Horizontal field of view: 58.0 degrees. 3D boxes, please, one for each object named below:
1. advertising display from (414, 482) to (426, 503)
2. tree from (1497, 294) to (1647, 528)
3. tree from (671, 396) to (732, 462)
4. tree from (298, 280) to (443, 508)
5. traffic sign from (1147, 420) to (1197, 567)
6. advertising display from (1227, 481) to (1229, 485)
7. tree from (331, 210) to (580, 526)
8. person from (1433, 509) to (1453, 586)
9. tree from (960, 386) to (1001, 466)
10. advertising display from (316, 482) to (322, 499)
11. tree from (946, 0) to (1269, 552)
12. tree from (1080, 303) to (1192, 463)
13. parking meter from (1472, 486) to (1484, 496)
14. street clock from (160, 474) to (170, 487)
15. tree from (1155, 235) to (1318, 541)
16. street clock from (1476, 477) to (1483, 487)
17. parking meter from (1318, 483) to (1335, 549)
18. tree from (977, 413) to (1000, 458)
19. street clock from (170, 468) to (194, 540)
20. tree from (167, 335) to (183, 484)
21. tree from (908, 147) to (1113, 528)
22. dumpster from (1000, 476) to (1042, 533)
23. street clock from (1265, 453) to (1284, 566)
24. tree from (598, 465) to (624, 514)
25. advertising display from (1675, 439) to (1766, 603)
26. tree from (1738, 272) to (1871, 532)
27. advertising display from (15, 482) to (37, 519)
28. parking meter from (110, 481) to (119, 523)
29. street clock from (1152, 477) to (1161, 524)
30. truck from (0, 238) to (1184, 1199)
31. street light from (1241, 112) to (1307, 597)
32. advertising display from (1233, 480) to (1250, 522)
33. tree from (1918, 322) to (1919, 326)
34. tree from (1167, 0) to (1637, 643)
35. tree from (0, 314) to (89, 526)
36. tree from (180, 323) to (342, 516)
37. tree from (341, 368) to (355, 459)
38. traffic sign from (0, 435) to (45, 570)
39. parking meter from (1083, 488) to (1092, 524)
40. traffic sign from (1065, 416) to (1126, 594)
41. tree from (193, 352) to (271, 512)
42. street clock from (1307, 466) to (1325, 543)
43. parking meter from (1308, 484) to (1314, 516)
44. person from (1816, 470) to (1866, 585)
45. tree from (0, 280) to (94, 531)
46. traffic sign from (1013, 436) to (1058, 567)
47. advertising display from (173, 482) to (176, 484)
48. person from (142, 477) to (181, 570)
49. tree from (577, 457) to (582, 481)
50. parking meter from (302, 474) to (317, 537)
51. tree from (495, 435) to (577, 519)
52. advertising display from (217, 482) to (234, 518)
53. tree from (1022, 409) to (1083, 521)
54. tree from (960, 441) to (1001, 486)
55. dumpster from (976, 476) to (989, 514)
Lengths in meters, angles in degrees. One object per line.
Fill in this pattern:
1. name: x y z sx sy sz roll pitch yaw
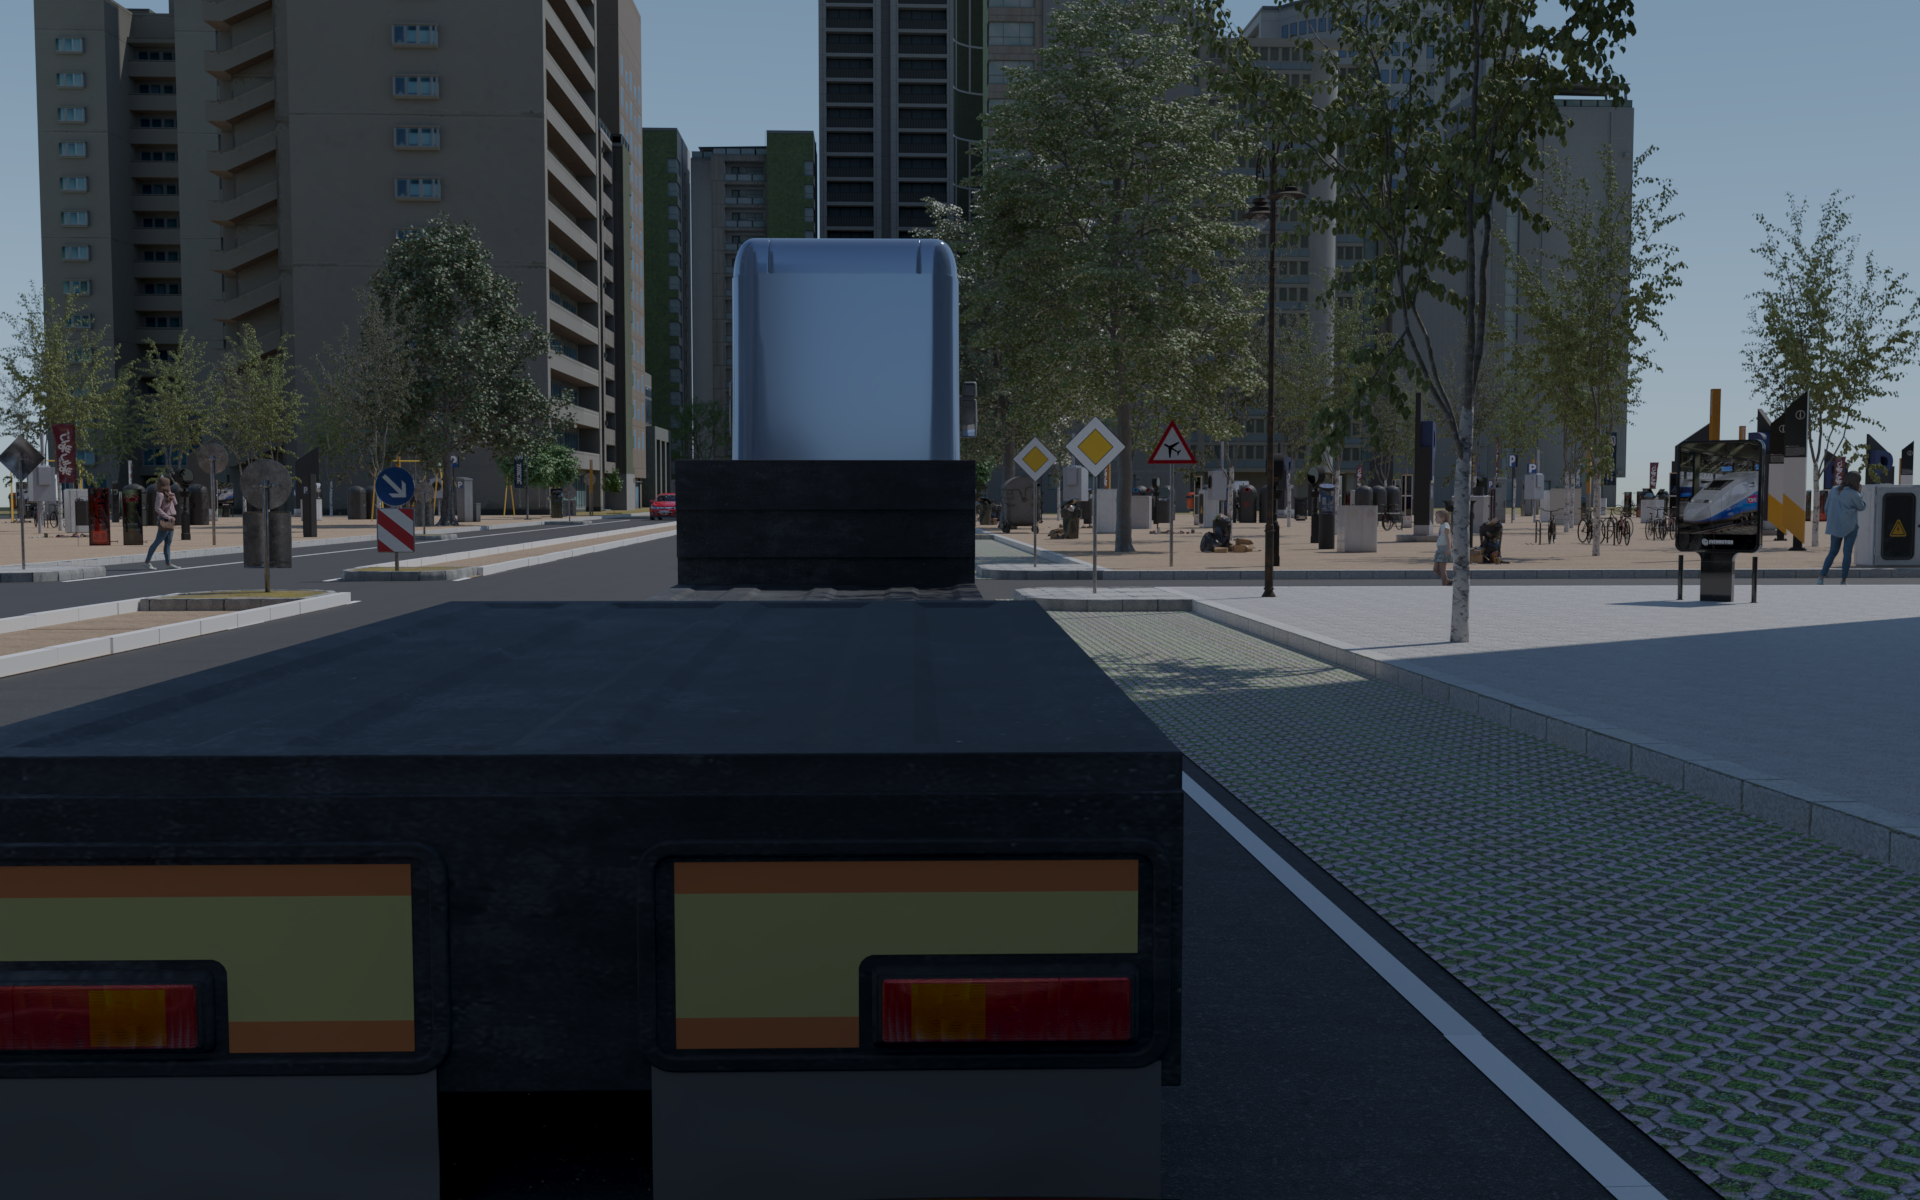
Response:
1. advertising display: -28.647 -5.303 91.923 0.974 1.923 0.123 3 5 41
2. tree: 23.132 -6.990 64.647 4.360 8.622 3.978 0 3 0
3. tree: -27.053 -15.660 181.793 9.928 11.665 9.643 0 3 0
4. tree: -20.162 -6.676 59.514 4.360 8.622 3.978 0 3 0
5. traffic sign: 3.732 -1.868 30.540 0.884 2.594 0.081 0 4 0
6. advertising display: 13.826 -5.073 88.164 0.123 1.923 0.974 -2 4 -27
7. tree: -20.862 -9.383 70.415 9.611 12.733 9.660 0 3 0
8. person: 6.995 -0.693 24.839 0.382 1.210 0.505 0 4 2
9. tree: 1.019 -9.154 100.036 4.737 8.622 4.395 0 3 0
10. advertising display: -34.728 -5.383 93.226 0.123 1.923 0.974 1 4 17
11. tree: 3.252 -7.341 38.153 7.486 12.596 7.792 0 3 0
12. tree: 9.134 -10.200 92.533 9.928 11.665 9.643 0 3 0
13. parking meter: 17.336 -3.031 57.975 0.372 1.533 0.369 0 3 0
14. street clock: -28.410 -3.511 61.971 0.358 2.002 0.471 -3 5 -41
15. tree: 7.458 -5.964 47.874 4.360 8.622 3.978 0 3 0
16. street clock: 22.554 -4.335 75.446 0.358 2.002 0.471 -1 4 -18
17. parking meter: 8.540 -1.951 40.302 0.372 1.533 0.369 0 3 0
18. tree: -0.845 -10.675 108.953 8.767 10.594 7.601 -2 4 -31
19. street clock: -21.569 -2.669 48.201 0.358 2.002 0.471 3 4 36
20. tree: -35.326 -7.818 78.188 4.737 8.622 4.395 0 3 0
21. tree: 1.789 -9.659 64.584 9.857 13.997 8.962 0 3 0
22. dumpster: 2.025 -3.143 57.147 1.264 1.857 1.865 0 4 -3
23. street clock: 5.576 -1.601 30.748 0.358 2.002 0.471 0 4 -2
24. tree: -22.726 -7.294 113.852 1.663 3.219 1.824 0 3 0
25. advertising display: 9.045 -0.944 20.644 0.974 1.923 0.123 3 5 41
26. tree: 28.202 -6.608 58.400 4.360 8.622 3.978 0 3 0
27. advertising display: -48.755 -5.212 90.437 0.123 1.923 0.974 3 5 41
28. parking meter: -38.156 -4.433 78.197 0.255 1.863 0.399 -3 5 -40
29. street clock: 8.346 -4.226 73.671 0.358 2.002 0.471 2 4 27
30. truck: -1.046 -1.392 12.513 2.967 4.110 18.799 0 4 -2
31. street light: 3.851 -2.975 21.423 0.468 5.910 1.993 0 4 -3
32. advertising display: 13.110 -4.629 80.904 0.974 1.923 0.123 -2 4 -30
33. tree: 21.154 -5.101 33.759 4.360 8.622 3.978 0 3 0
34. tree: 4.170 -3.950 14.939 4.737 8.622 4.395 0 3 0
35. tree: -37.544 -7.334 70.277 4.360 8.622 3.978 0 3 0
36. tree: -29.852 -7.578 74.259 4.737 8.622 4.395 0 3 0
37. tree: -36.853 -9.232 101.312 4.737 8.622 4.395 0 3 0
38. traffic sign: -15.910 -1.574 29.372 0.795 2.450 0.064 0 4 -3
39. parking meter: 5.464 -4.014 74.037 0.372 1.533 0.369 0 3 0
40. traffic sign: 1.735 -1.141 22.291 0.795 2.450 0.064 0 4 -3
41. tree: -37.020 -8.488 89.138 4.360 8.622 3.978 0 3 0
42. street clock: 9.267 -2.479 45.099 0.358 2.002 0.471 -2 4 -27
43. parking meter: 20.203 -5.739 99.539 0.399 1.863 0.255 -3 5 -43
44. person: 13.570 -1.096 26.689 0.793 1.790 0.793 2 4 27
45. tree: -31.195 -6.724 60.295 4.737 8.622 4.395 0 3 0
46. traffic sign: 1.311 -1.628 30.264 0.795 2.450 0.064 0 4 -3
47. advertising display: -40.286 -5.177 89.861 0.123 1.923 0.974 3 4 39
48. person: -15.185 -1.456 32.893 0.643 1.750 0.593 -1 4 -16
49. tree: -22.779 -6.909 96.674 4.285 4.588 4.351 0 3 0
50. parking meter: -19.312 -2.795 51.402 0.399 1.863 0.255 2 4 32
51. tree: -22.259 -6.437 88.967 4.285 4.588 4.351 0 3 0
52. advertising display: -40.190 -5.474 94.719 0.123 1.923 0.974 3 4 38
53. tree: 4.510 -8.115 83.042 4.360 8.622 3.978 0 3 0
54. tree: 0.508 -6.613 91.844 4.285 4.588 4.351 0 3 0
55. dumpster: 0.621 -4.962 83.620 1.502 2.255 1.985 0 4 -3
